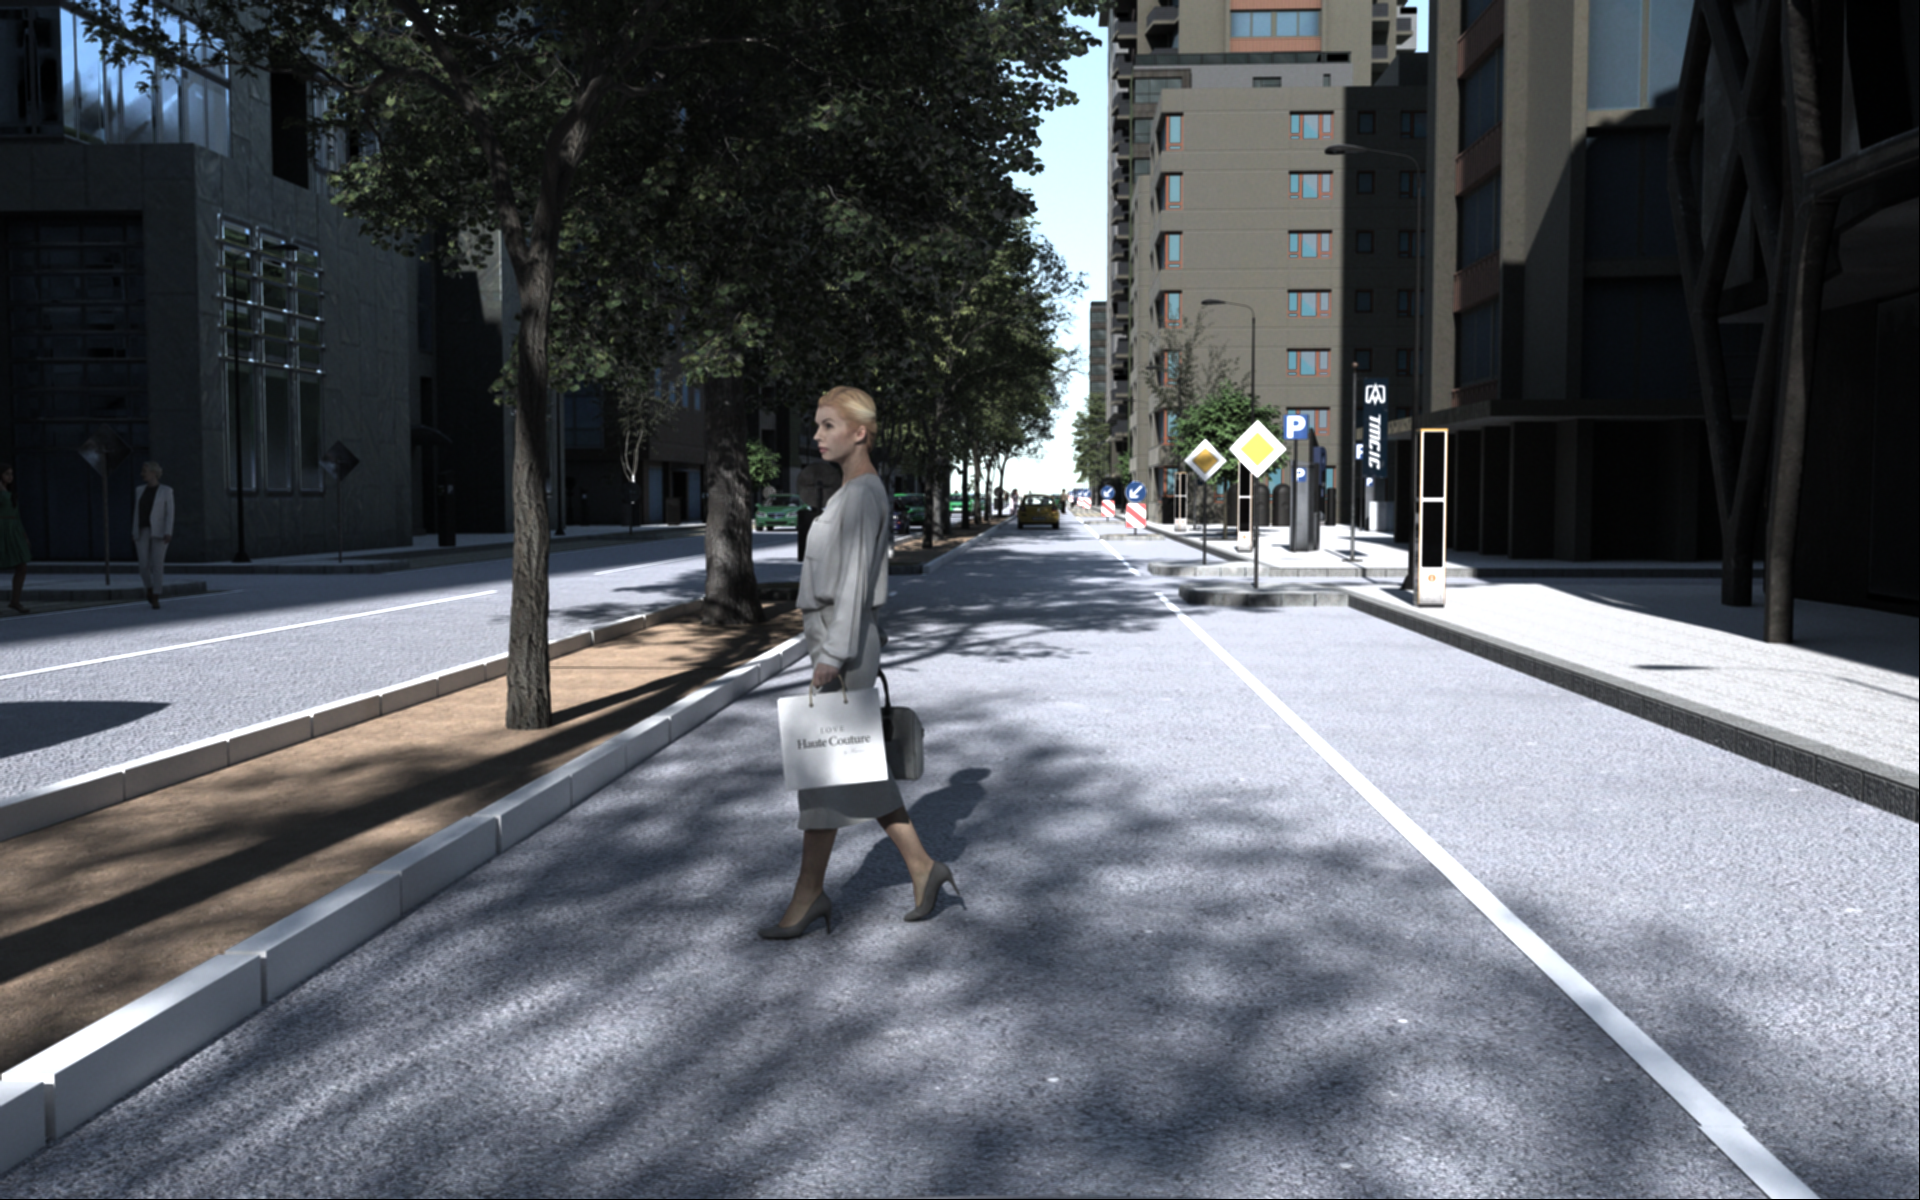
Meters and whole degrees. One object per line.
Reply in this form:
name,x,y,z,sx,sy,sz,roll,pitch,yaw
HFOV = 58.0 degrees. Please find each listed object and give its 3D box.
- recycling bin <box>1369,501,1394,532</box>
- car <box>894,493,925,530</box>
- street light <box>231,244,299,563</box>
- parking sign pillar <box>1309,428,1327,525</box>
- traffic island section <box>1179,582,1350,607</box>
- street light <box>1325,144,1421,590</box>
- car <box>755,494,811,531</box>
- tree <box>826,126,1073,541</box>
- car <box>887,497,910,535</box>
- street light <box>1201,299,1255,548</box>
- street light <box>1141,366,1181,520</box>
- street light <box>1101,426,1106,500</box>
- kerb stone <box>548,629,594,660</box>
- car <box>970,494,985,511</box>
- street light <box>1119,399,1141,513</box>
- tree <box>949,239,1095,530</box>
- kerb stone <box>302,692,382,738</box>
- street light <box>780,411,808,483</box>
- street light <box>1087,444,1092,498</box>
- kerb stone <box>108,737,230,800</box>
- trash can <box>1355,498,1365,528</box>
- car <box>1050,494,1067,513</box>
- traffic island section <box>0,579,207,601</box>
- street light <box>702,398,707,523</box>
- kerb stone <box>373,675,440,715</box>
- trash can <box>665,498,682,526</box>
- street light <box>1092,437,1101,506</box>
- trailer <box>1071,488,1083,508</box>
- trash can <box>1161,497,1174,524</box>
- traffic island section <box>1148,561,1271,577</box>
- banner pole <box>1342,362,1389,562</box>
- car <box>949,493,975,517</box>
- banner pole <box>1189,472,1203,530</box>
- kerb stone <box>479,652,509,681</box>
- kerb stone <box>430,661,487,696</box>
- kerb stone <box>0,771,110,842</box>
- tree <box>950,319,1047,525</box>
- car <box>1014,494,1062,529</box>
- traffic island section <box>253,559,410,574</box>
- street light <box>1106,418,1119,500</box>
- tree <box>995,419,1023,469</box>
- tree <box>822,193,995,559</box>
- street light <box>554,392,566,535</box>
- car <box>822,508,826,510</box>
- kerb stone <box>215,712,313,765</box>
recycling bin,14.441,-2.845,59.070,0.722,1.027,0.722,-3,5,-44
car,-2.040,-3.640,68.315,1.959,1.807,4.718,0,4,2
street light,-12.944,-3.655,32.295,1.470,5.913,1.316,0,4,3
parking sign pillar,14.720,-5.066,71.307,1.447,3.967,1.447,2,4,25
traffic island section,4.042,-0.077,23.540,2.009,0.180,2.903,0,4,3
street light,5.545,-3.095,23.151,1.470,5.913,1.316,0,4,3
car,-6.887,-3.439,68.020,2.131,1.459,4.920,0,4,2
tree,-0.634,-8.054,52.259,7.486,12.596,7.792,0,3,0
car,-2.726,-3.004,61.701,1.945,1.354,3.894,0,4,2
street light,6.453,-4.214,41.434,1.470,5.913,1.316,0,4,3
street light,7.419,-5.526,62.887,1.470,5.913,1.316,0,4,3
street light,10.580,-8.915,118.309,1.470,5.913,1.316,0,4,3
kerb stone,-3.540,0.399,15.711,0.120,0.150,1.000,0,4,3
car,1.290,-7.183,129.239,2.131,1.459,4.920,0,4,1
street light,8.700,-6.864,84.764,1.470,5.913,1.316,0,4,3
tree,0.192,-9.589,69.612,12.009,13.543,11.850,0,3,0
kerb stone,-3.803,0.709,10.597,0.120,0.150,1.000,0,4,3
street light,-9.518,-7.628,97.266,1.470,5.913,1.316,0,4,3
street light,12.830,-11.539,161.199,1.470,5.913,1.316,0,4,3
kerb stone,-3.913,0.835,8.549,0.120,0.150,1.000,0,4,3
trash can,15.416,-3.326,66.039,0.748,1.137,0.748,0,3,0
car,7.112,-7.411,132.974,2.131,1.459,4.920,0,4,4
traffic island section,-12.027,-0.130,24.399,2.009,0.180,2.903,0,4,3
street light,-10.628,-6.317,75.820,1.470,5.913,1.316,0,4,3
kerb stone,-3.744,0.650,11.618,0.120,0.150,1.000,0,4,3
trash can,-11.664,-3.596,70.455,0.748,1.137,0.748,0,3,0
street light,11.627,-10.227,139.758,1.470,5.913,1.316,0,4,3
trailer,11.994,-10.338,176.081,1.471,1.999,3.904,0,4,2
trash can,8.943,-3.812,73.983,0.748,1.137,0.748,0,3,0
traffic island section,4.467,-0.565,31.514,2.009,0.180,2.903,0,4,3
banner pole,7.712,-2.622,32.890,0.863,3.779,0.401,1,4,9
car,-0.018,-6.215,110.403,1.959,1.807,4.718,0,4,3
banner pole,8.490,-4.388,61.757,0.401,3.779,0.863,-1,4,-20
kerb stone,-3.638,0.525,13.669,0.120,0.150,1.000,0,4,3
kerb stone,-3.691,0.585,12.638,0.120,0.150,1.000,0,4,3
kerb stone,-3.963,0.897,7.528,0.120,0.150,1.000,0,4,3
tree,0.744,-9.366,81.346,9.928,11.665,9.643,0,3,0
car,3.251,-3.797,72.303,2.015,1.641,3.980,0,4,1
traffic island section,-11.601,-0.617,32.373,2.009,0.180,2.903,0,4,3
street light,9.901,-8.175,106.205,1.470,5.913,1.316,0,4,3
tree,1.682,-8.818,97.001,4.737,8.622,4.395,0,3,0
tree,-1.566,-5.242,38.523,4.737,8.622,4.395,0,3,0
street light,-11.926,-4.967,53.746,1.470,5.913,1.316,0,4,3
car,-5.640,-4.396,81.469,1.945,1.707,3.694,0,4,2
kerb stone,-3.860,0.772,9.569,0.120,0.150,1.000,0,4,3
